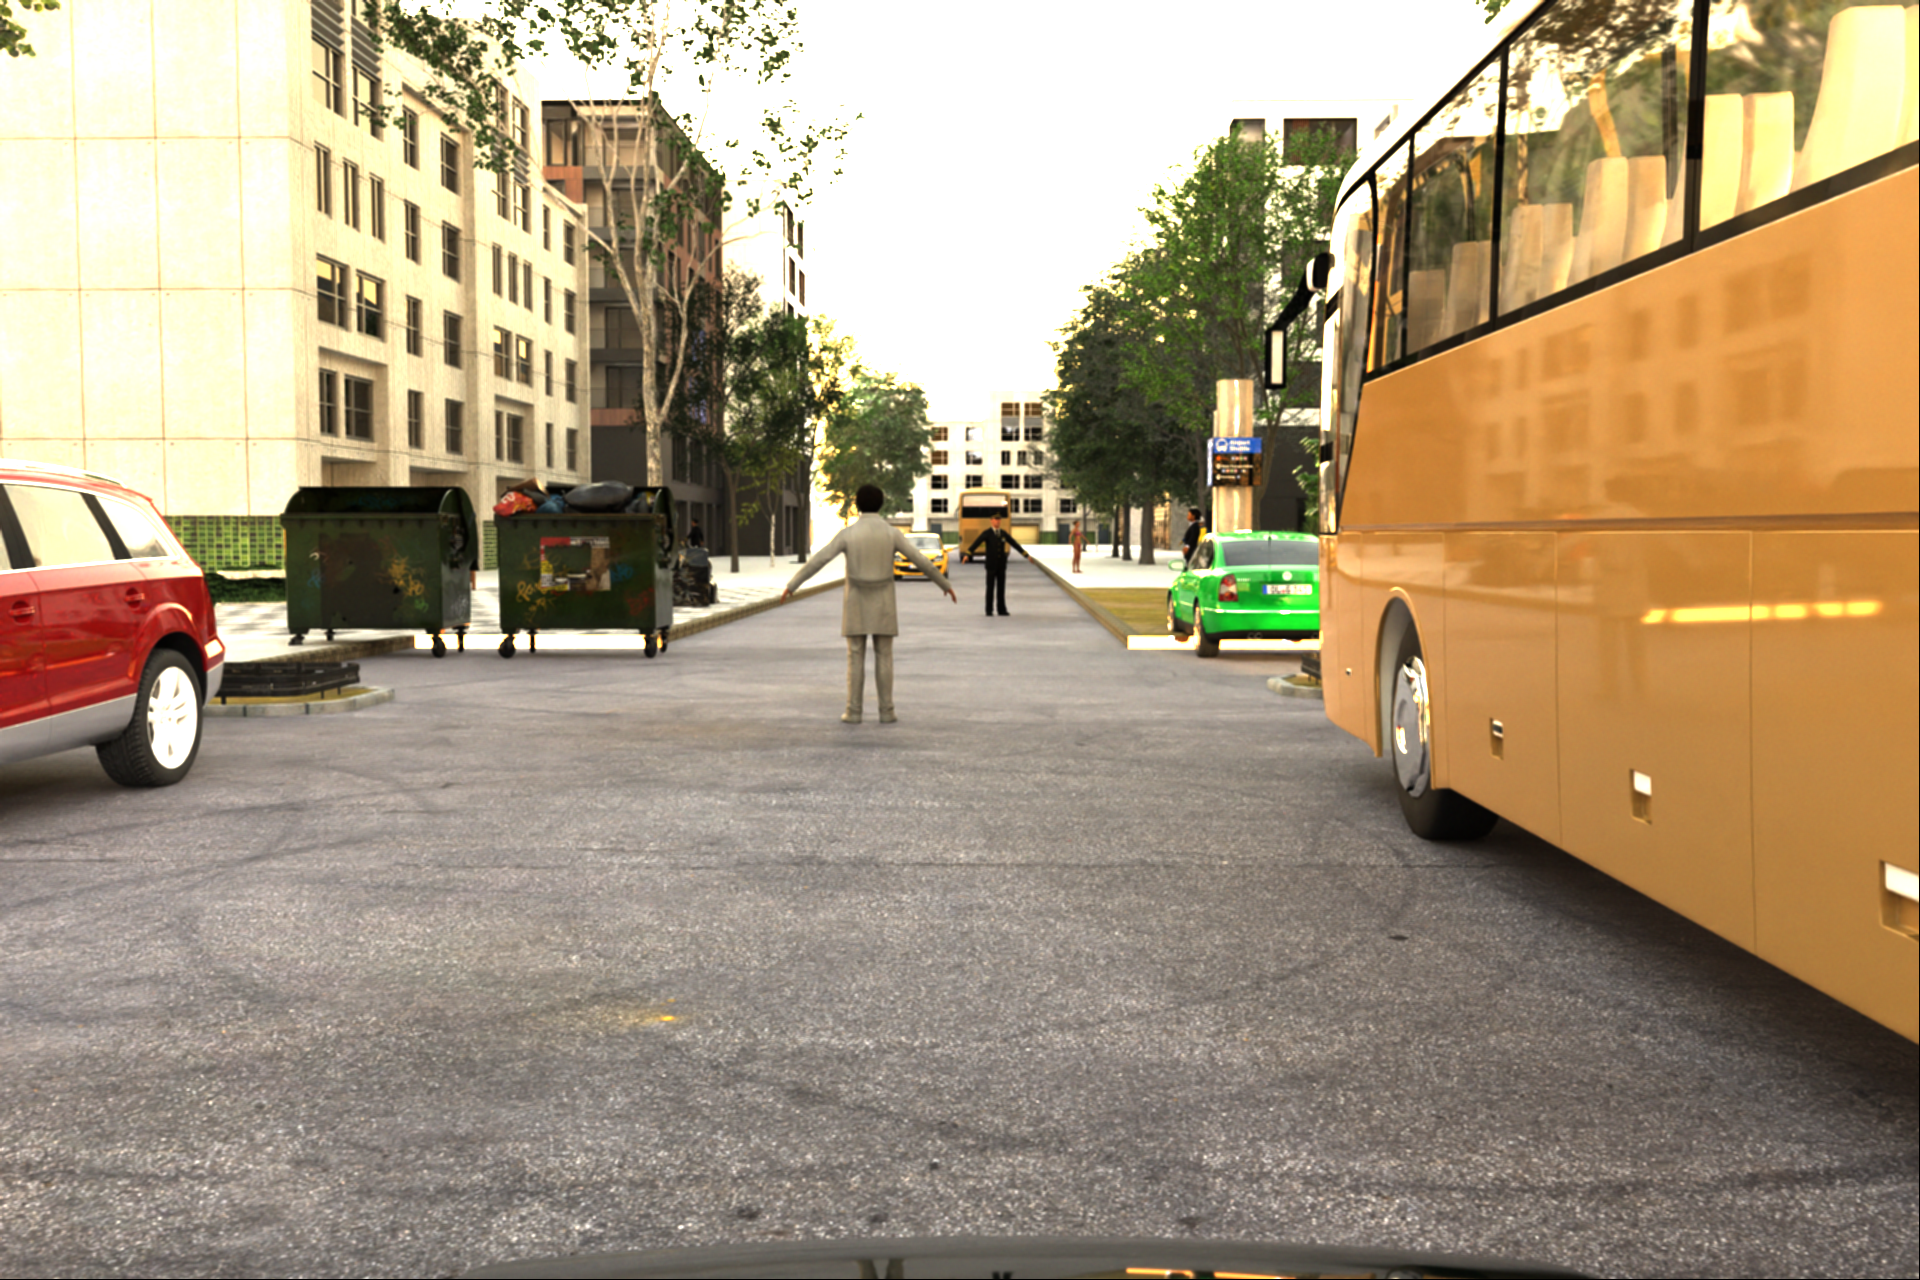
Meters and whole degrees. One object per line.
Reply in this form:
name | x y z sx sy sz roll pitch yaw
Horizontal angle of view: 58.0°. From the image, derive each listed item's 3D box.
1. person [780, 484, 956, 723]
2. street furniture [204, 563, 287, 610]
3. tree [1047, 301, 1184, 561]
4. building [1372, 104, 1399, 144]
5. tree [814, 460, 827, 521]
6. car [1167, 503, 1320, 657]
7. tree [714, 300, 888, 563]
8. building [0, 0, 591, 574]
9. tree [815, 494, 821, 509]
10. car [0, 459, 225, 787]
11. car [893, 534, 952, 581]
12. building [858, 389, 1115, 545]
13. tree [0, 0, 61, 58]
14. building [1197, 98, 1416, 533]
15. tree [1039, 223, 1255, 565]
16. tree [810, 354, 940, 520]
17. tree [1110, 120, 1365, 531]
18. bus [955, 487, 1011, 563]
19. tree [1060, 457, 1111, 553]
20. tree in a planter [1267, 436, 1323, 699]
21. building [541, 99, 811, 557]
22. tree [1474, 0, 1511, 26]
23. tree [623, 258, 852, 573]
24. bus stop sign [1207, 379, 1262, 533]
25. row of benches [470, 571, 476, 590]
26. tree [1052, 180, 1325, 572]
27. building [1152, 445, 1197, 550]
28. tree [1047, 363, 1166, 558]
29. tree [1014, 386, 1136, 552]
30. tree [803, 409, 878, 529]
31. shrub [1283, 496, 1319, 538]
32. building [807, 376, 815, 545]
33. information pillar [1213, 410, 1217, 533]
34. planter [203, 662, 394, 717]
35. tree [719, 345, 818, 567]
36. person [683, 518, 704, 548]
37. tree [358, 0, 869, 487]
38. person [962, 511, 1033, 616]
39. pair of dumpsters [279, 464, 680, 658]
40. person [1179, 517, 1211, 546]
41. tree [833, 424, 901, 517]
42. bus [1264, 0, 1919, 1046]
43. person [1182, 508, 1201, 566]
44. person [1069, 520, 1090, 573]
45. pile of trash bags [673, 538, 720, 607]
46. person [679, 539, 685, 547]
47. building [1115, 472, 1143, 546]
person | -0.689 -0.278 13.187 1.347 1.806 0.705 0 4 -6
street furniture | -14.146 -1.073 33.167 5.734 0.657 10.072 1 4 16
tree | 8.117 -10.107 83.381 7.486 12.596 7.792 0 3 0
building | 23.630 -13.523 77.528 16.016 20.090 11.380 0 4 1
tree | -19.899 -18.045 213.156 7.486 12.596 7.792 0 3 0
car | 3.644 -0.776 21.484 1.959 1.807 4.718 0 4 0
tree | -6.996 -9.219 76.494 9.928 11.665 9.643 0 3 0
building | -24.929 -11.829 59.864 16.747 18.905 31.486 0 4 2
tree | -19.605 -16.498 220.097 4.737 8.622 4.395 0 3 0
car | -5.523 0.017 8.393 2.281 1.827 5.304 0 4 1
car | -1.239 -2.685 54.131 2.015 1.641 3.980 0 4 1
building | 2.907 -21.398 218.765 31.486 18.905 16.747 0 4 -3
tree | -11.789 -6.525 13.344 9.857 13.997 8.962 0 3 0
building | 27.153 -15.518 97.697 27.936 21.610 32.646 0 4 2
tree | 7.963 -10.154 72.681 9.857 13.997 8.962 0 3 0
tree | -6.297 -13.268 123.591 9.857 13.997 8.962 0 3 0
tree | 7.409 -7.145 42.573 9.928 11.665 9.643 0 3 0
bus | 1.193 -6.007 89.766 2.896 3.916 12.252 0 3 0
tree | 9.064 -10.165 116.562 4.737 8.622 4.395 0 3 0
tree in a planter | 3.856 -1.131 15.707 1.991 3.239 1.994 0 4 1
building | -24.246 -15.551 98.235 27.936 21.610 32.646 0 4 2
tree | 10.169 -6.988 20.914 9.857 13.997 8.962 0 3 0
tree | -7.422 -7.554 57.923 8.767 10.594 7.601 1 4 13
bus stop sign | 4.714 -2.493 29.785 0.837 3.901 0.837 0 4 2
row of benches | -12.442 -1.554 40.871 1.422 0.672 4.104 -3 4 -36
tree | 8.273 -9.040 58.180 12.009 13.543 11.850 0 3 0
building | 25.811 -19.122 143.580 19.493 23.208 18.063 0 4 1
tree | 8.468 -10.327 94.600 9.928 11.665 9.643 0 3 0
tree | 9.202 -13.187 125.975 12.009 13.543 11.850 0 3 0
tree | -6.124 -8.948 96.669 4.360 8.622 3.978 0 3 0
shrub | 5.894 -1.456 27.845 1.661 2.075 1.752 0 3 0
building | -22.160 -20.305 188.414 16.016 20.090 11.380 0 4 2
information pillar | 4.935 -2.519 32.504 0.184 3.620 1.656 0 4 1
planter | -5.903 0.404 14.531 1.991 0.319 1.994 0 4 1
tree | -7.356 -7.151 67.288 4.737 8.622 4.395 0 3 0
person | -9.017 -3.234 58.818 0.705 1.837 1.347 1 4 21
tree | -8.466 -11.366 41.726 12.611 20.169 13.585 0 3 0
person | 0.642 -1.350 30.467 1.347 1.837 0.705 -1 4 -22
pair of dumpsters | -5.614 -0.946 20.420 4.436 2.255 1.574 0 4 1
person | 6.835 -2.617 49.257 1.216 1.772 0.721 0 4 3
tree | -6.788 -9.988 113.661 4.360 8.622 3.978 0 3 0
bus | 3.273 -0.815 4.877 2.896 3.916 12.252 0 4 1
person | 4.092 -1.486 31.023 0.721 1.740 1.216 1 4 12
person | 3.931 -3.085 57.239 0.721 1.733 1.217 3 4 36
pile of trash bags | -5.373 -1.275 30.591 1.912 1.369 3.447 0 4 3
person | -8.464 -2.626 49.069 1.346 1.812 0.704 1 4 11
building | 27.171 -22.091 192.110 19.493 23.208 18.063 0 4 1
